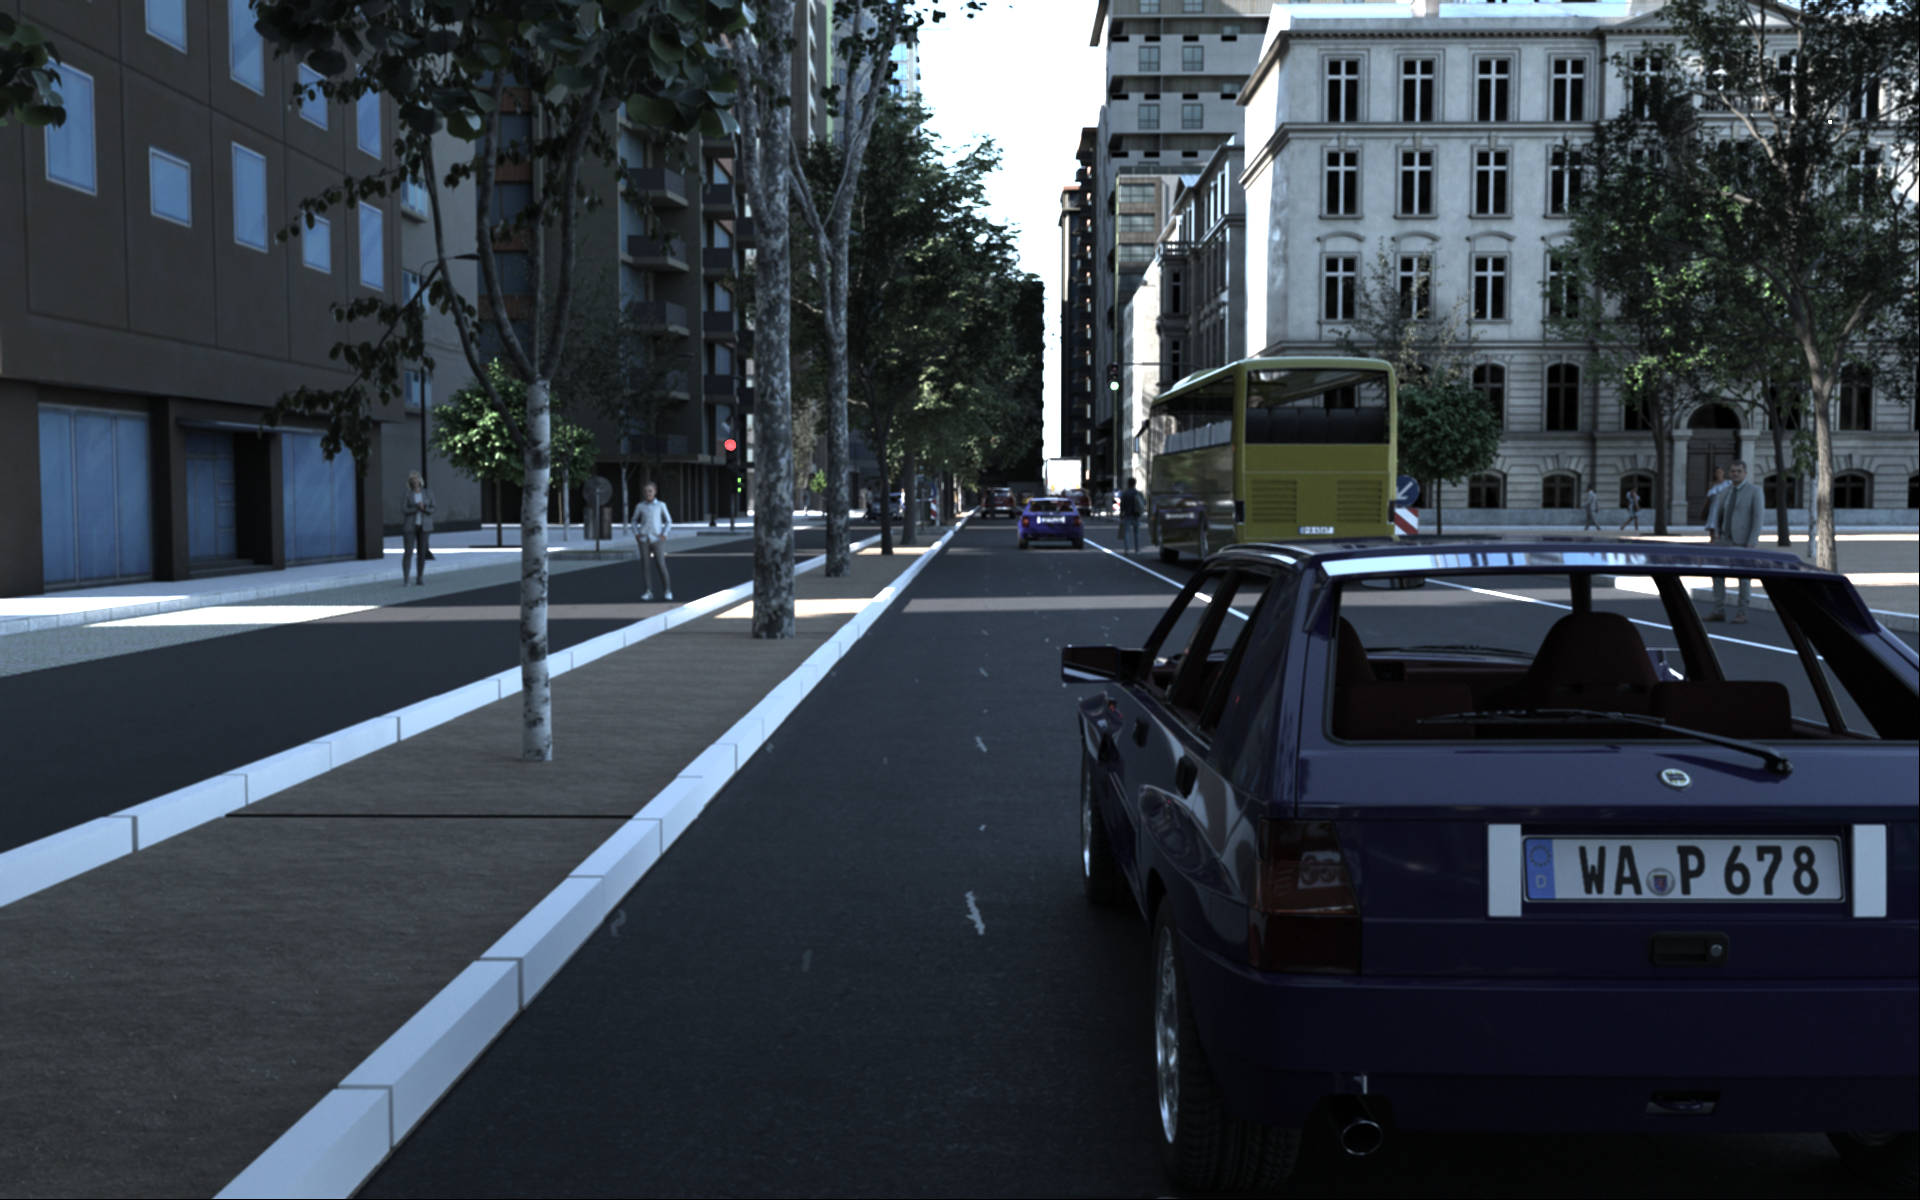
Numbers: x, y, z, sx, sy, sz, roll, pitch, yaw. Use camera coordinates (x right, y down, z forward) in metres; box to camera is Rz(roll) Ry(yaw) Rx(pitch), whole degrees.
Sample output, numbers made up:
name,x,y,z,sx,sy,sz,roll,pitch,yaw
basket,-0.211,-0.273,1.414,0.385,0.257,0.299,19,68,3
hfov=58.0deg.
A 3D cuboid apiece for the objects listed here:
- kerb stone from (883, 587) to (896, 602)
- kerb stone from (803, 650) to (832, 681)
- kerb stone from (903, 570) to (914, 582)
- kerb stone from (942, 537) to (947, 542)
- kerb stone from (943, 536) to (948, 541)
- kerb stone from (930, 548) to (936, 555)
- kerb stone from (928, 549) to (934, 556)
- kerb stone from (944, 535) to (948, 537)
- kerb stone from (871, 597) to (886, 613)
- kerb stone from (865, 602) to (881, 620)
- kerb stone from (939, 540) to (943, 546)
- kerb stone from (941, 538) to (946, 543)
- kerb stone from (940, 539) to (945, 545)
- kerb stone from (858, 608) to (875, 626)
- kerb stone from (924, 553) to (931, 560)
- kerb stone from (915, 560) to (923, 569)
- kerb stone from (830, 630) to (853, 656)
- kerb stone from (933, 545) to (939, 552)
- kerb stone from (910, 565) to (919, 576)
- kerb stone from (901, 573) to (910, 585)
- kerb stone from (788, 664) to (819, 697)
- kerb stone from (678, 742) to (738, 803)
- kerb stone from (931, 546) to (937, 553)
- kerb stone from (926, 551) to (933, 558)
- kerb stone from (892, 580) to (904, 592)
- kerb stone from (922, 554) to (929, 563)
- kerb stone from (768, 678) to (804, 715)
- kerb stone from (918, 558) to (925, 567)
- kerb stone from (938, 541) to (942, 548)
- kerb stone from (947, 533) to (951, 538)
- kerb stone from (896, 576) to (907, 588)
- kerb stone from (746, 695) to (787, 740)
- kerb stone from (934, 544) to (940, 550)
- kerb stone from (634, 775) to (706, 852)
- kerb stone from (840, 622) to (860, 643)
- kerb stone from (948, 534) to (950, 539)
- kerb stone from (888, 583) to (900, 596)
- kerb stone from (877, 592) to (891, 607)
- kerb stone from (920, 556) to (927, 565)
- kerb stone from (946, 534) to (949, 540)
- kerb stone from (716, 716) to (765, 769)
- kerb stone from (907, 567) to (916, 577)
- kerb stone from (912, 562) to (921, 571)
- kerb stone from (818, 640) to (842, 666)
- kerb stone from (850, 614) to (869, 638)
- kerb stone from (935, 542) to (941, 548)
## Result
name,x,y,z,sx,sy,sz,roll,pitch,yaw
kerb stone,-0.961,-0.031,22.701,0.120,0.150,1.000,0,4,1
kerb stone,-1.125,0.532,13.492,0.120,0.150,1.000,0,4,1
kerb stone,-0.869,-0.341,27.824,0.120,0.150,1.000,0,4,1
kerb stone,-0.512,-1.598,48.316,0.120,0.150,1.000,0,4,1
kerb stone,-0.493,-1.660,49.344,0.120,0.150,1.000,0,4,1
kerb stone,-0.683,-1.033,39.092,0.120,0.150,1.000,0,4,1
kerb stone,-0.699,-0.968,38.071,0.120,0.150,1.000,0,4,1
kerb stone,-0.480,-1.724,50.377,0.120,0.150,1.000,0,4,1
kerb stone,-1.000,0.097,20.651,0.120,0.150,1.000,0,4,1
kerb stone,-1.018,0.157,19.628,0.120,0.150,1.000,0,4,1
kerb stone,-0.571,-1.410,45.242,0.120,0.150,1.000,0,4,1
kerb stone,-0.533,-1.535,47.295,0.120,0.150,1.000,0,4,1
kerb stone,-0.547,-1.471,46.263,0.120,0.150,1.000,0,4,1
kerb stone,-1.036,0.220,18.606,0.120,0.150,1.000,0,4,1
kerb stone,-0.733,-0.842,36.022,0.120,0.150,1.000,0,4,1
kerb stone,-0.804,-0.595,31.921,0.120,0.150,1.000,0,4,1
kerb stone,-1.086,0.407,15.537,0.120,0.150,1.000,0,4,1
kerb stone,-0.637,-1.155,41.136,0.120,0.150,1.000,0,4,1
kerb stone,-0.837,-0.463,29.874,0.120,0.150,1.000,0,4,1
kerb stone,-0.889,-0.278,26.802,0.120,0.150,1.000,0,4,1
kerb stone,-1.143,0.601,12.468,0.120,0.150,1.000,0,4,1
kerb stone,-1.220,0.845,8.376,0.120,0.150,1.000,0,4,1
kerb stone,-0.659,-1.095,40.114,0.120,0.150,1.000,0,4,1
kerb stone,-0.717,-0.908,37.047,0.120,0.150,1.000,0,4,1
kerb stone,-0.926,-0.156,24.744,0.120,0.150,1.000,0,4,1
kerb stone,-0.749,-0.783,34.999,0.120,0.150,1.000,0,4,1
kerb stone,-1.164,0.659,11.446,0.120,0.150,1.000,0,4,1
kerb stone,-0.789,-0.658,32.950,0.120,0.150,1.000,0,4,1
kerb stone,-0.587,-1.347,44.215,0.120,0.150,1.000,0,4,1
kerb stone,-0.425,-1.911,53.444,0.120,0.150,1.000,0,4,1
kerb stone,-0.910,-0.219,25.770,0.120,0.150,1.000,0,4,1
kerb stone,-1.177,0.722,10.424,0.120,0.150,1.000,0,4,1
kerb stone,-0.627,-1.219,42.158,0.120,0.150,1.000,0,4,1
kerb stone,-1.229,0.908,7.345,0.120,0.150,1.000,0,4,1
kerb stone,-1.074,0.345,16.559,0.120,0.150,1.000,0,4,1
kerb stone,-0.450,-1.849,52.422,0.120,0.150,1.000,0,4,1
kerb stone,-0.949,-0.093,23.723,0.120,0.150,1.000,0,4,1
kerb stone,-0.984,0.034,21.674,0.120,0.150,1.000,0,4,1
kerb stone,-0.766,-0.720,33.971,0.120,0.150,1.000,0,4,1
kerb stone,-0.461,-1.786,51.398,0.120,0.150,1.000,0,4,1
kerb stone,-1.196,0.783,9.397,0.120,0.150,1.000,0,4,1
kerb stone,-0.861,-0.405,28.847,0.120,0.150,1.000,0,4,1
kerb stone,-0.816,-0.532,30.900,0.120,0.150,1.000,0,4,1
kerb stone,-1.114,0.474,14.516,0.120,0.150,1.000,0,4,1
kerb stone,-1.046,0.282,17.584,0.120,0.150,1.000,0,4,1
kerb stone,-0.607,-1.283,43.179,0.120,0.150,1.000,0,4,1
